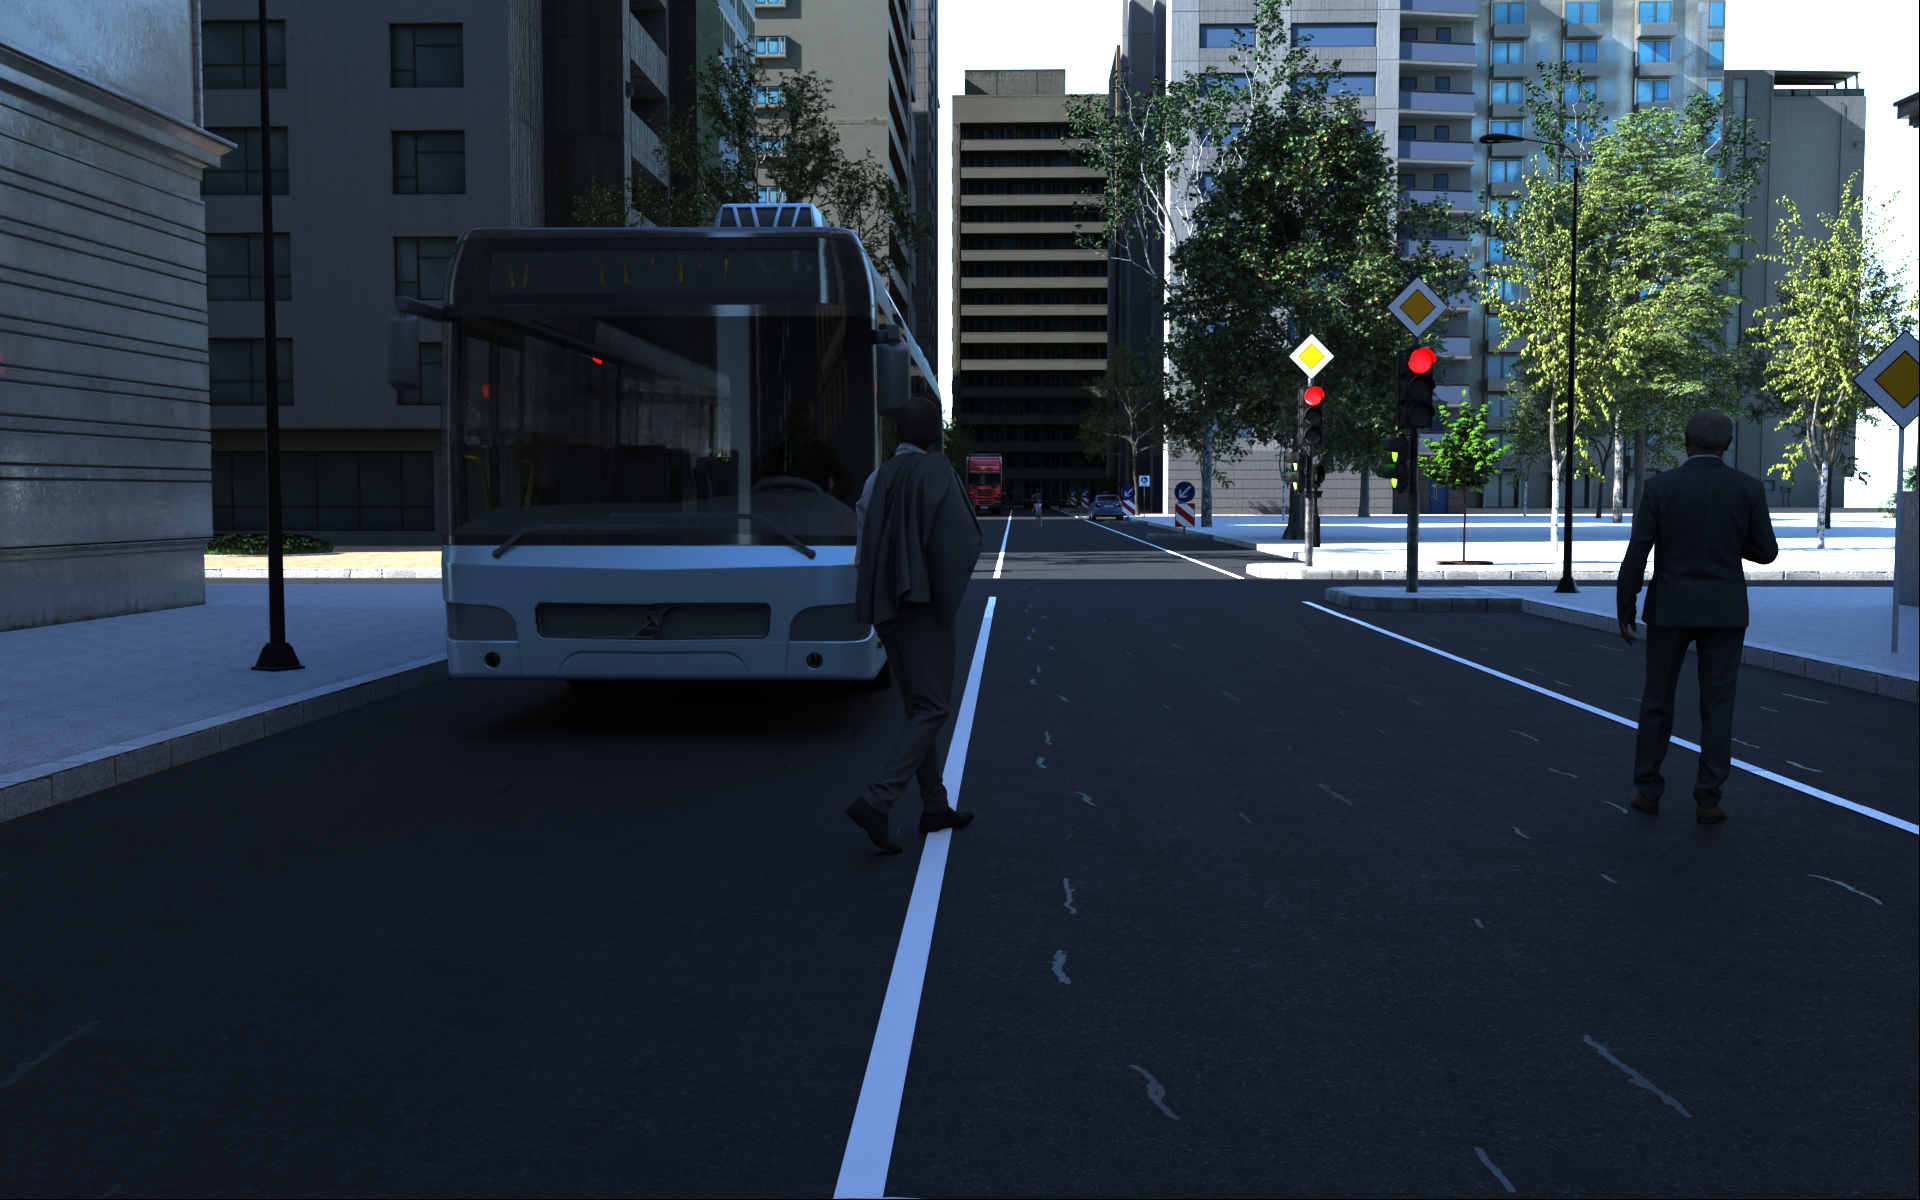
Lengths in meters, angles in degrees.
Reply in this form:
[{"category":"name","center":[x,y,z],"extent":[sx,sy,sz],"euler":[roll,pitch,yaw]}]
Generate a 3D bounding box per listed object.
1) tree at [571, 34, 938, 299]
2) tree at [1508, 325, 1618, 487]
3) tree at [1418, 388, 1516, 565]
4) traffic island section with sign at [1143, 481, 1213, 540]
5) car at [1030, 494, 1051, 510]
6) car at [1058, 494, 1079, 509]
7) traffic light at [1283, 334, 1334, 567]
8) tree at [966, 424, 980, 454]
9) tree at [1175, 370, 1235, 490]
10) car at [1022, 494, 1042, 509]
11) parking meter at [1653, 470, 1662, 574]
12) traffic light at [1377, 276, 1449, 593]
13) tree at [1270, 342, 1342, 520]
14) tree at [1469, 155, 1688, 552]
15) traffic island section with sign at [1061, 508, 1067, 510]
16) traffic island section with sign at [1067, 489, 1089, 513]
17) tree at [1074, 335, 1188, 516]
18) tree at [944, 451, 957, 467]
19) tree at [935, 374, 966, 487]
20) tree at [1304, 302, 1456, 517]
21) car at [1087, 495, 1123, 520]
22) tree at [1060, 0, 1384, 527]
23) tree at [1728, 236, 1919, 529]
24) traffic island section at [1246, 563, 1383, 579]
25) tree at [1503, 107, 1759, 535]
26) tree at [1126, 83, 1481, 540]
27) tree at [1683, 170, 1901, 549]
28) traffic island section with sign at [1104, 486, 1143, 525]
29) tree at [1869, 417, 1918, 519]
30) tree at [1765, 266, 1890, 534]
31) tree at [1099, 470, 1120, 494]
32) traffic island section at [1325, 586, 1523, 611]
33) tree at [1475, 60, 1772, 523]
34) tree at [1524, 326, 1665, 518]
[{"category":"tree","center":[-4.817,-6.218,36.071],"extent":[8.767,10.594,7.601],"euler":[0,4,-6]},{"category":"tree","center":[23.040,-7.074,66.020],"extent":[4.360,8.622,3.978],"euler":[0,3,0]},{"category":"tree","center":[9.250,-2.274,31.775],"extent":[1.663,3.219,1.824],"euler":[0,3,0]},{"category":"traffic island section with sign","center":[6.981,-2.848,55.189],"extent":[1.989,1.847,2.006],"euler":[0,4,2]},{"category":"car","center":[7.478,-9.256,161.121],"extent":[2.009,1.686,4.222],"euler":[0,4,2]},{"category":"car","center":[10.205,-9.385,163.233],"extent":[2.009,1.686,4.222],"euler":[0,4,4]},{"category":"traffic light","center":[6.141,-2.543,30.491],"extent":[0.839,4.253,0.868],"euler":[0,4,2]},{"category":"tree","center":[-0.844,-11.576,139.626],"extent":[4.737,8.622,4.395],"euler":[0,3,0]},{"category":"tree","center":[13.403,-8.815,94.483],"extent":[4.737,8.622,4.395],"euler":[0,3,0]},{"category":"car","center":[6.957,-9.537,165.714],"extent":[2.009,1.686,4.222],"euler":[0,4,2]},{"category":"parking meter","center":[7.577,-0.611,18.406],"extent":[0.372,1.533,0.369],"euler":[0,3,0]},{"category":"traffic light","center":[5.886,-2.054,22.510],"extent":[0.839,4.253,0.868],"euler":[0,4,2]},{"category":"tree","center":[16.140,-8.227,84.881],"extent":[4.360,8.622,3.978],"euler":[0,3,0]},{"category":"tree","center":[13.427,-5.369,38.148],"extent":[4.737,8.622,4.395],"euler":[0,3,0]},{"category":"traffic island section with sign","center":[10.315,-9.234,159.606],"extent":[1.989,1.847,2.006],"euler":[0,4,2]},{"category":"traffic island section with sign","center":[9.450,-7.586,132.664],"extent":[1.989,1.847,2.006],"euler":[0,4,2]},{"category":"tree","center":[10.188,-10.269,102.308],"extent":[7.601,10.594,8.767],"euler":[1,4,14]},{"category":"tree","center":[-1.890,-7.904,112.948],"extent":[4.285,4.588,4.351],"euler":[0,3,0]},{"category":"tree","center":[-2.209,-9.575,106.917],"extent":[4.737,8.622,4.395],"euler":[0,3,0]},{"category":"tree","center":[22.210,-11.531,95.186],"extent":[9.857,13.997,8.962],"euler":[0,3,0]},{"category":"car","center":[8.037,-5.093,95.279],"extent":[2.014,1.417,4.499],"euler":[0,4,1]},{"category":"tree","center":[9.726,-12.812,65.368],"extent":[12.611,20.169,13.585],"euler":[0,3,0]},{"category":"tree","center":[31.876,-7.904,63.647],"extent":[8.767,10.594,7.601],"euler":[3,5,42]},{"category":"traffic island section","center":[6.181,-0.509,30.604],"extent":[2.009,0.180,2.903],"euler":[0,4,2]},{"category":"tree","center":[20.026,-8.173,51.751],"extent":[7.486,12.596,7.792],"euler":[0,3,0]},{"category":"tree","center":[9.555,-8.048,48.601],"extent":[9.611,12.733,9.660],"euler":[0,3,0]},{"category":"tree","center":[20.397,-5.514,40.519],"extent":[4.737,8.622,4.395],"euler":[0,3,0]},{"category":"traffic island section with sign","center":[7.829,-4.496,82.131],"extent":[1.989,1.847,2.006],"euler":[0,4,2]},{"category":"tree","center":[52.709,-11.066,82.753],"extent":[13.155,14.587,18.604],"euler":[-3,5,-45]},{"category":"tree","center":[27.809,-6.424,55.396],"extent":[4.360,8.622,3.978],"euler":[0,3,0]},{"category":"tree","center":[12.154,-8.955,141.017],"extent":[1.663,3.219,1.824],"euler":[0,3,0]},{"category":"traffic island section","center":[5.925,-0.021,22.623],"extent":[2.009,0.180,2.903],"euler":[0,4,2]},{"category":"tree","center":[27.945,-13.530,77.103],"extent":[12.611,20.169,13.585],"euler":[0,3,0]},{"category":"tree","center":[33.792,-9.571,90.900],"extent":[8.767,10.594,7.601],"euler":[-1,4,-11]}]
